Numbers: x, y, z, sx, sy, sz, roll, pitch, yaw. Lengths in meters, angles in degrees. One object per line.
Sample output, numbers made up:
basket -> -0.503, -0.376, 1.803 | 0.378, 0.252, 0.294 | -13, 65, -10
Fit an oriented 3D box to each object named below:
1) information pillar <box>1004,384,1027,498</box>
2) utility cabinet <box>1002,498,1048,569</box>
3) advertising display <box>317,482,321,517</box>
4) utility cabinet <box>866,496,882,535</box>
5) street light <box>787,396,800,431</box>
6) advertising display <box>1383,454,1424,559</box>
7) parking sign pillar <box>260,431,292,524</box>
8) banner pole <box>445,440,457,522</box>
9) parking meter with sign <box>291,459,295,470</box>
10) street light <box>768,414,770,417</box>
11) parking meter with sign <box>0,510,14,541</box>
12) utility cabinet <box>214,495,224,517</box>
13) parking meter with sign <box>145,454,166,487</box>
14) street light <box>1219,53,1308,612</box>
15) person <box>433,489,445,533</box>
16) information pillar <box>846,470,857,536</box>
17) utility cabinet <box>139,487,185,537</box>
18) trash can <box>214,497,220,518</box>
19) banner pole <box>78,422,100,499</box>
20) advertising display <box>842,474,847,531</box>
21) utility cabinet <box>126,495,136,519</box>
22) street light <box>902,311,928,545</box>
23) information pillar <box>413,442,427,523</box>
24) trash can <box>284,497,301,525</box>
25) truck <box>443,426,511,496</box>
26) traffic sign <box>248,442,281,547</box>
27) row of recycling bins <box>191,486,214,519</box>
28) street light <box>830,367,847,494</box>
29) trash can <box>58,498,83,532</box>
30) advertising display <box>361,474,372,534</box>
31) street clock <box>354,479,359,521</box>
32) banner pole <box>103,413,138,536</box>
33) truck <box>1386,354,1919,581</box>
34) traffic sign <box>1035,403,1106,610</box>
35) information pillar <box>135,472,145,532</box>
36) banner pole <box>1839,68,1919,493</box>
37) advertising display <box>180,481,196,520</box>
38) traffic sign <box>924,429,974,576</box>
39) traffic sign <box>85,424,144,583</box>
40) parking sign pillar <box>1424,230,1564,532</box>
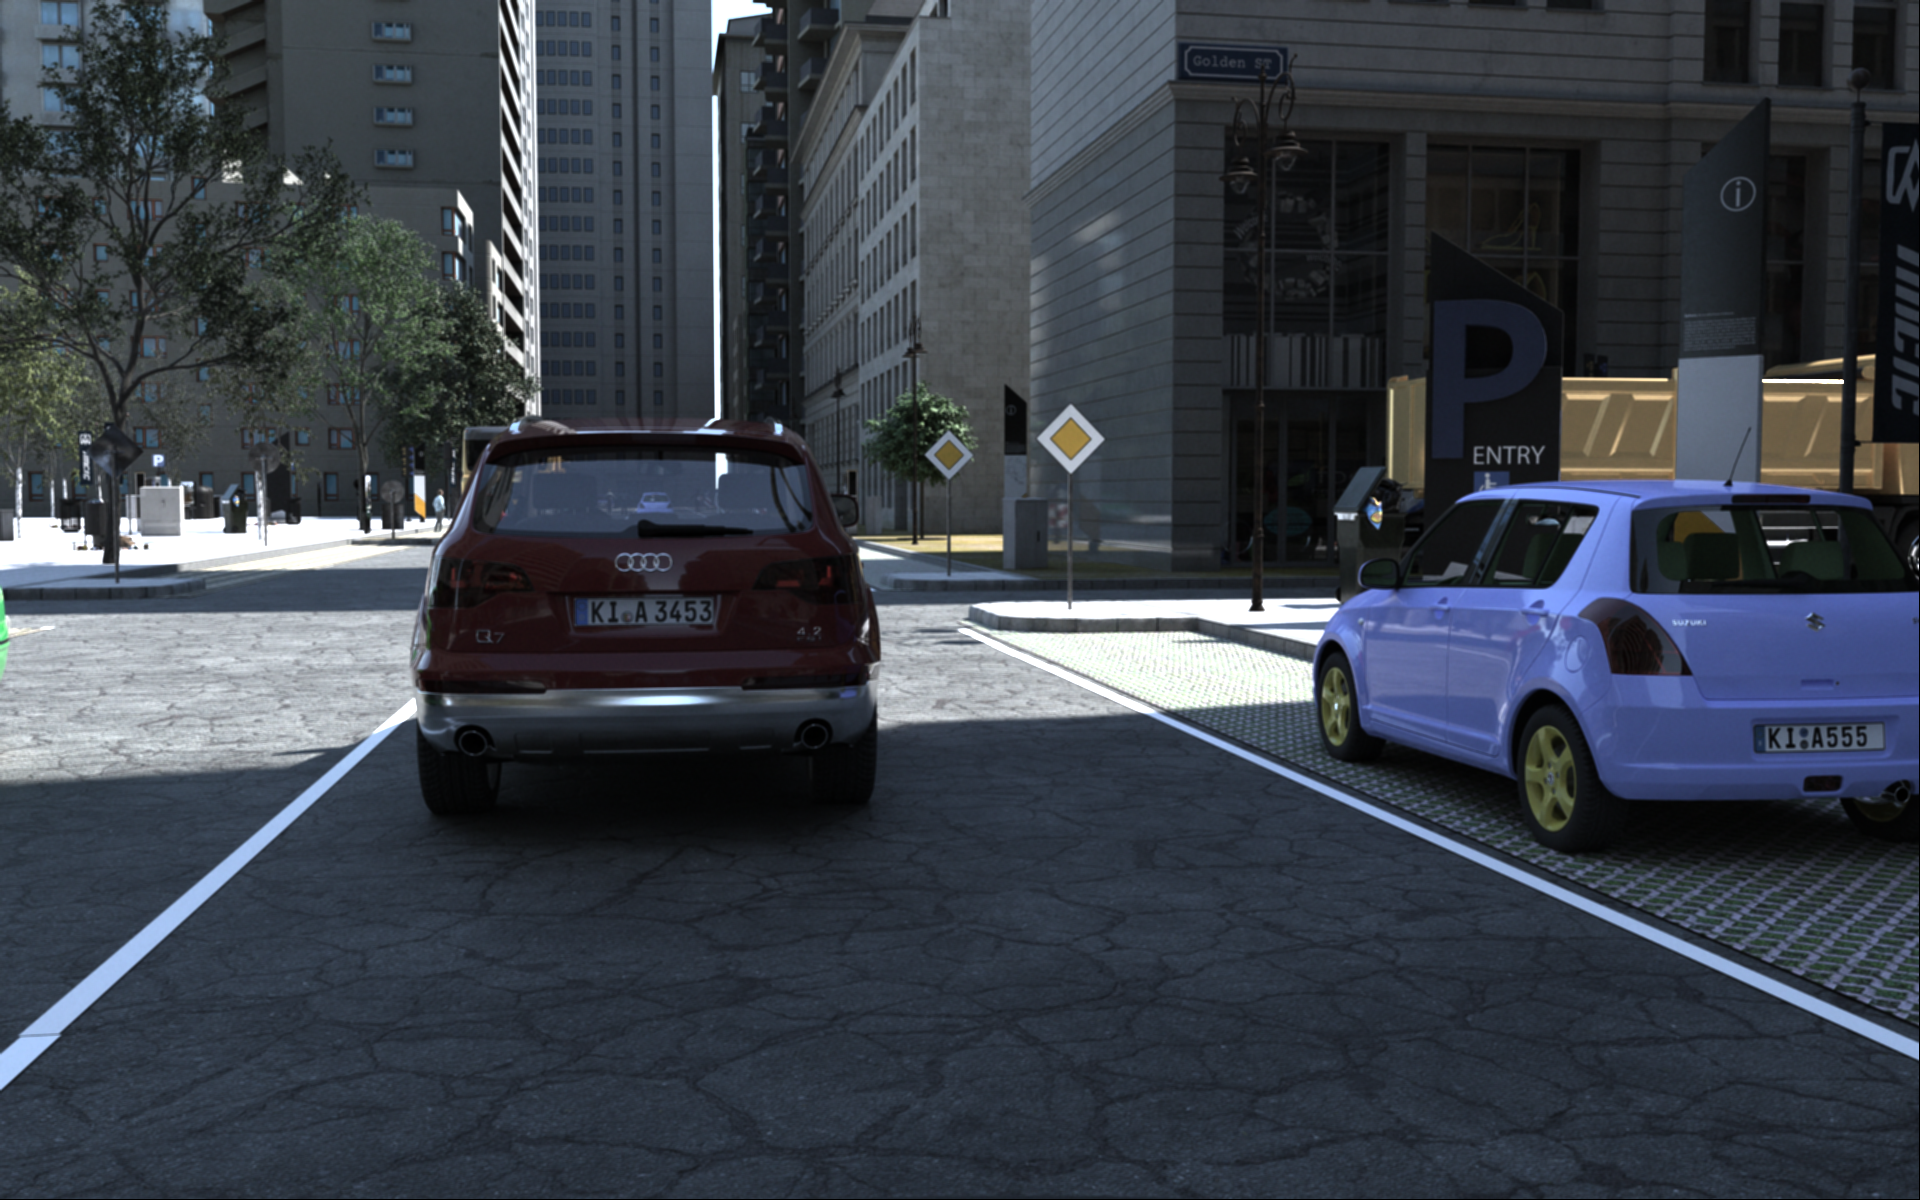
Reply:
information pillar -> 1.164, -2.778, 36.778 | 0.504, 3.616, 0.183 | 0, 4, 2
utility cabinet -> 1.139, -1.148, 29.926 | 0.306, 1.237, 1.020 | 2, 4, 35
advertising display -> -35.659, -5.578, 96.415 | 0.123, 1.923, 0.974 | -1, 4, -17
utility cabinet -> -2.732, -2.672, 54.841 | 0.306, 1.237, 1.020 | 1, 4, 11
street light -> -7.839, -6.659, 81.659 | 0.468, 5.910, 1.993 | -1, 4, -10
advertising display -> 7.225, -1.388, 27.902 | 0.974, 1.923, 0.123 | -2, 4, -24
parking sign pillar -> -29.302, -5.236, 74.083 | 1.447, 3.967, 1.447 | -1, 4, -14
banner pole -> -23.799, -5.565, 81.009 | 0.401, 3.779, 0.863 | 1, 4, 17
parking meter with sign -> -33.260, -5.425, 84.955 | 0.543, 3.016, 1.738 | 0, 4, 5
street light -> -11.110, -7.814, 100.541 | 0.468, 5.910, 1.993 | -1, 4, -10
parking meter with sign -> -26.342, -3.066, 46.392 | 0.543, 3.016, 1.738 | 2, 4, 33
utility cabinet -> -40.649, -5.155, 95.446 | 0.306, 1.237, 1.020 | 2, 4, 32
parking meter with sign -> -35.138, -4.838, 75.369 | 0.543, 3.016, 1.738 | 0, 4, -5
street light -> 3.252, -2.813, 18.786 | 0.468, 5.910, 1.993 | -1, 4, -10
person -> -19.250, -3.291, 64.115 | 0.330, 1.601, 0.589 | -3, 5, -44
information pillar -> -3.336, -2.994, 53.436 | 0.304, 2.012, 0.304 | -1, 4, -12
utility cabinet -> -23.741, -2.621, 51.527 | 1.173, 1.500, 0.318 | 0, 4, -3
trash can -> -39.433, -4.884, 91.505 | 0.748, 1.137, 0.748 | 0, 3, 0
banner pole -> -30.297, -4.304, 60.395 | 0.401, 3.779, 0.863 | 3, 4, 37
advertising display -> -3.632, -3.068, 55.372 | 0.123, 1.923, 0.974 | -1, 4, -11
utility cabinet -> -41.780, -4.697, 87.963 | 1.020, 1.237, 0.306 | -2, 4, -29
street light -> -1.144, -4.351, 43.922 | 0.468, 5.910, 1.993 | -1, 4, -10
information pillar -> -24.075, -5.250, 77.186 | 0.504, 3.616, 0.183 | -3, 5, -40
trash can -> -27.864, -3.713, 72.365 | 0.748, 1.137, 0.748 | 0, 3, 0
truck -> -13.360, -3.440, 52.164 | 3.469, 3.379, 9.791 | -1, 4, -11
traffic sign -> -16.919, -2.571, 42.145 | 0.768, 2.556, 0.104 | 0, 4, -5
row of recycling bins -> -38.926, -5.012, 89.056 | 1.069, 1.692, 3.534 | -1, 4, -20
street light -> -4.415, -5.506, 62.804 | 0.468, 5.910, 1.993 | -1, 4, -10
trash can -> -29.954, -2.855, 58.332 | 0.748, 1.137, 0.748 | 0, 3, 0
advertising display -> -19.059, -3.085, 55.649 | 0.123, 1.923, 0.974 | -1, 4, -9
street clock -> -28.793, -4.800, 83.053 | 0.471, 2.002, 0.358 | 1, 4, 9
banner pole -> -25.883, -3.876, 53.396 | 0.863, 3.779, 0.401 | -2, 4, -28
truck -> 11.172, -1.763, 24.744 | 9.791, 3.379, 3.469 | -1, 4, -9
traffic sign -> 1.213, -0.946, 19.116 | 0.795, 2.450, 0.064 | -1, 4, -10
information pillar -> -27.814, -3.322, 58.803 | 0.304, 2.012, 0.304 | -2, 4, -27
banner pole -> 5.514, -1.243, 10.333 | 0.863, 3.779, 0.401 | -1, 4, -9
advertising display -> -38.235, -4.921, 85.675 | 0.974, 1.923, 0.123 | 1, 4, 16
traffic sign -> -0.176, -1.427, 26.979 | 0.795, 2.450, 0.064 | -1, 4, -10
traffic sign -> -12.139, -1.300, 24.895 | 0.795, 2.450, 0.064 | -1, 4, -10
parking sign pillar -> 5.383, -1.774, 17.484 | 1.447, 3.967, 1.447 | 1, 4, 21
